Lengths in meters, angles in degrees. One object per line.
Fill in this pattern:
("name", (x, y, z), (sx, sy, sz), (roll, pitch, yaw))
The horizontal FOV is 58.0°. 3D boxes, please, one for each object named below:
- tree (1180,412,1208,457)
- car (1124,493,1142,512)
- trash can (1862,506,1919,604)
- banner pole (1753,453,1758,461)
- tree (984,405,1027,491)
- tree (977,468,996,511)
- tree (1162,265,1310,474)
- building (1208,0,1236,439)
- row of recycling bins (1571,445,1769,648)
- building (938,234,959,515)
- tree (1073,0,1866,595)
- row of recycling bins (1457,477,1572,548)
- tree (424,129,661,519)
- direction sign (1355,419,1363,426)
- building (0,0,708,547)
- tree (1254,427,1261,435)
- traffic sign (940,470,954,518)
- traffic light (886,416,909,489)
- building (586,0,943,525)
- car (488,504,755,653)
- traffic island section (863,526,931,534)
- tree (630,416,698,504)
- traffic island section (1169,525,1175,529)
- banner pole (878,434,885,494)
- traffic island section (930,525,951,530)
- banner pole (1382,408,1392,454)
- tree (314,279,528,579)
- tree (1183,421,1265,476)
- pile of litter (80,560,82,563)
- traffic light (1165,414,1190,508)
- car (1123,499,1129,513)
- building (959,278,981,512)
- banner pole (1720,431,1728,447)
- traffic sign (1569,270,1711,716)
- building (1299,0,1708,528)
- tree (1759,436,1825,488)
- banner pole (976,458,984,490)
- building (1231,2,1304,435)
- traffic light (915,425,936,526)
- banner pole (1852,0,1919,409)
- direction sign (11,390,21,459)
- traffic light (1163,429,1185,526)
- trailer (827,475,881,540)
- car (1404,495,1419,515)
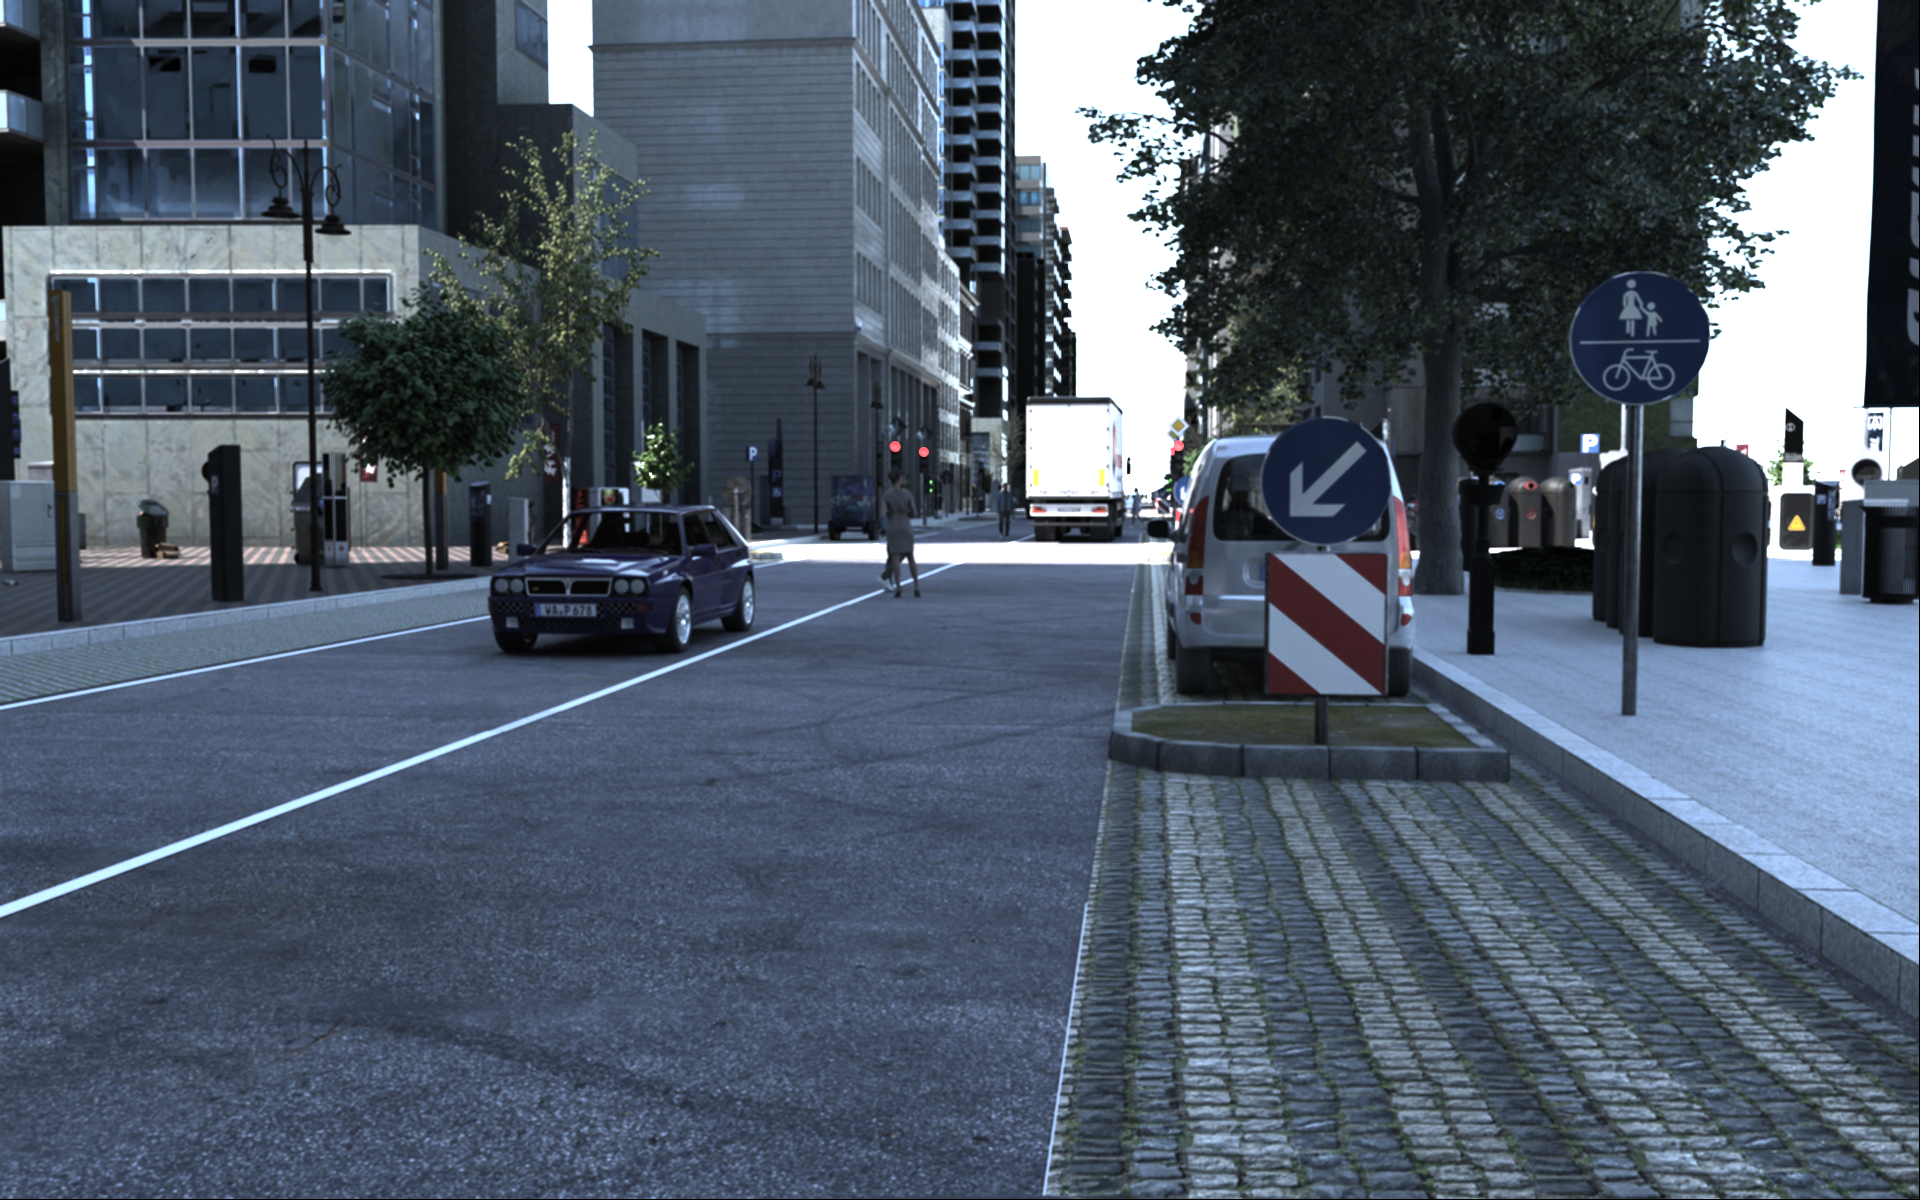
("tree", (20.985, -12.455, 153.999), (4.360, 8.622, 3.978), (0, 3, 0))
("car", (13.669, -7.938, 139.377), (1.945, 1.707, 3.694), (0, 4, 5))
("trash can", (10.959, -0.531, 20.341), (0.748, 1.137, 0.748), (0, 3, 0))
("banner pole", (48.694, -7.116, 106.366), (0.863, 3.779, 0.401), (-1, 4, -13))
("tree", (3.984, -11.795, 143.212), (4.360, 8.622, 3.978), (0, 3, 0))
("tree", (2.003, -8.280, 129.983), (1.663, 3.219, 1.824), (0, 3, 0))
("tree", (9.239, -6.400, 54.995), (4.737, 8.622, 4.395), (0, 3, 0))
("building", (29.068, -35.808, 127.467), (21.231, 58.520, 28.212), (0, 4, 6))
("row of recycling bins", (6.588, -0.550, 16.104), (1.069, 1.692, 3.534), (1, 4, 10))
("building", (-6.112, -15.572, 109.359), (10.420, 20.320, 16.860), (0, 4, 6))
("tree", (6.275, -7.048, 21.898), (9.857, 13.997, 8.962), (0, 3, 0))
("row of recycling bins", (13.027, -2.090, 41.279), (3.534, 1.692, 1.069), (-1, 4, -17))
("tree", (-8.098, -5.144, 34.466), (4.737, 8.622, 4.395), (0, 3, 0))
("direction sign", (12.093, -3.705, 52.575), (0.379, 3.537, 0.876), (0, 4, -2))
("building", (-25.774, -45.152, 50.908), (31.000, 86.520, 22.319), (0, 4, 6))
("tree", (8.578, -3.394, 50.099), (1.663, 3.219, 1.824), (0, 3, 0))
("traffic sign", (-0.714, -5.678, 92.939), (0.768, 2.556, 0.104), (1, 4, 15))
("traffic light", (-2.265, -4.489, 62.321), (0.839, 4.253, 0.868), (0, 4, 6))
("building", (-8.133, -18.861, 85.865), (11.434, 29.767, 29.804), (0, 4, 6))
("car", (-3.200, -0.265, 16.914), (1.945, 1.354, 3.894), (0, 4, 6))
("traffic island section", (-2.304, -2.457, 62.460), (2.009, 0.180, 2.903), (0, 4, 6))
("tree", (-7.252, -2.941, 42.684), (1.663, 3.219, 1.824), (0, 3, 0))
("traffic island section", (8.584, -2.877, 69.318), (2.009, 0.180, 2.903), (0, 4, 6))
("banner pole", (-3.297, -5.055, 72.666), (0.401, 3.779, 0.863), (-2, 4, -24))
("traffic island section", (-1.449, -2.943, 70.399), (2.009, 0.180, 2.903), (0, 4, 6))
("banner pole", (12.432, -3.700, 50.515), (0.401, 3.779, 0.863), (2, 4, 32))
("tree", (-8.214, -2.629, 26.691), (4.285, 4.588, 4.351), (0, 3, 0))
("tree", (12.284, -5.680, 76.583), (4.285, 4.588, 4.351), (0, 3, 0))
("pile of litter", (-16.946, -1.113, 32.164), (1.176, 0.858, 1.719), (-1, 4, -21))
("traffic light", (7.690, -4.425, 61.269), (0.839, 4.253, 0.868), (0, 4, 6))
("car", (11.989, -7.488, 134.221), (2.131, 1.459, 4.920), (0, 4, 7))
("building", (-4.645, -16.072, 127.410), (10.561, 19.102, 19.286), (0, 4, 6))
("banner pole", (30.498, -4.844, 69.218), (0.401, 3.779, 0.863), (0, 4, 3))
("traffic sign", (3.886, -0.604, 9.984), (0.768, 2.556, 0.104), (1, 4, 11))
("building", (21.974, -23.781, 72.421), (14.086, 41.232, 14.154), (0, 4, 6))
("tree", (23.810, -3.372, 49.732), (1.663, 3.219, 1.824), (0, 3, 0))
("banner pole", (1.309, -7.896, 119.119), (0.863, 3.779, 0.401), (3, 5, 40))
("building", (22.707, -20.063, 99.732), (14.160, 30.474, 14.107), (0, 4, 6))
("traffic light", (-1.410, -4.975, 70.261), (0.839, 4.253, 0.868), (0, 4, 6))
("banner pole", (3.613, -0.983, 6.092), (0.863, 3.779, 0.401), (1, 4, 11))
("direction sign", (-20.776, -2.794, 37.687), (0.379, 3.537, 0.876), (1, 4, 13))
("traffic light", (8.545, -4.911, 69.208), (0.839, 4.253, 0.868), (0, 4, 6))
("trailer", (-3.324, -2.796, 52.756), (1.471, 1.999, 3.904), (0, 4, 5))
("car", (18.733, -3.417, 64.907), (4.494, 1.783, 2.155), (0, 4, 6))
